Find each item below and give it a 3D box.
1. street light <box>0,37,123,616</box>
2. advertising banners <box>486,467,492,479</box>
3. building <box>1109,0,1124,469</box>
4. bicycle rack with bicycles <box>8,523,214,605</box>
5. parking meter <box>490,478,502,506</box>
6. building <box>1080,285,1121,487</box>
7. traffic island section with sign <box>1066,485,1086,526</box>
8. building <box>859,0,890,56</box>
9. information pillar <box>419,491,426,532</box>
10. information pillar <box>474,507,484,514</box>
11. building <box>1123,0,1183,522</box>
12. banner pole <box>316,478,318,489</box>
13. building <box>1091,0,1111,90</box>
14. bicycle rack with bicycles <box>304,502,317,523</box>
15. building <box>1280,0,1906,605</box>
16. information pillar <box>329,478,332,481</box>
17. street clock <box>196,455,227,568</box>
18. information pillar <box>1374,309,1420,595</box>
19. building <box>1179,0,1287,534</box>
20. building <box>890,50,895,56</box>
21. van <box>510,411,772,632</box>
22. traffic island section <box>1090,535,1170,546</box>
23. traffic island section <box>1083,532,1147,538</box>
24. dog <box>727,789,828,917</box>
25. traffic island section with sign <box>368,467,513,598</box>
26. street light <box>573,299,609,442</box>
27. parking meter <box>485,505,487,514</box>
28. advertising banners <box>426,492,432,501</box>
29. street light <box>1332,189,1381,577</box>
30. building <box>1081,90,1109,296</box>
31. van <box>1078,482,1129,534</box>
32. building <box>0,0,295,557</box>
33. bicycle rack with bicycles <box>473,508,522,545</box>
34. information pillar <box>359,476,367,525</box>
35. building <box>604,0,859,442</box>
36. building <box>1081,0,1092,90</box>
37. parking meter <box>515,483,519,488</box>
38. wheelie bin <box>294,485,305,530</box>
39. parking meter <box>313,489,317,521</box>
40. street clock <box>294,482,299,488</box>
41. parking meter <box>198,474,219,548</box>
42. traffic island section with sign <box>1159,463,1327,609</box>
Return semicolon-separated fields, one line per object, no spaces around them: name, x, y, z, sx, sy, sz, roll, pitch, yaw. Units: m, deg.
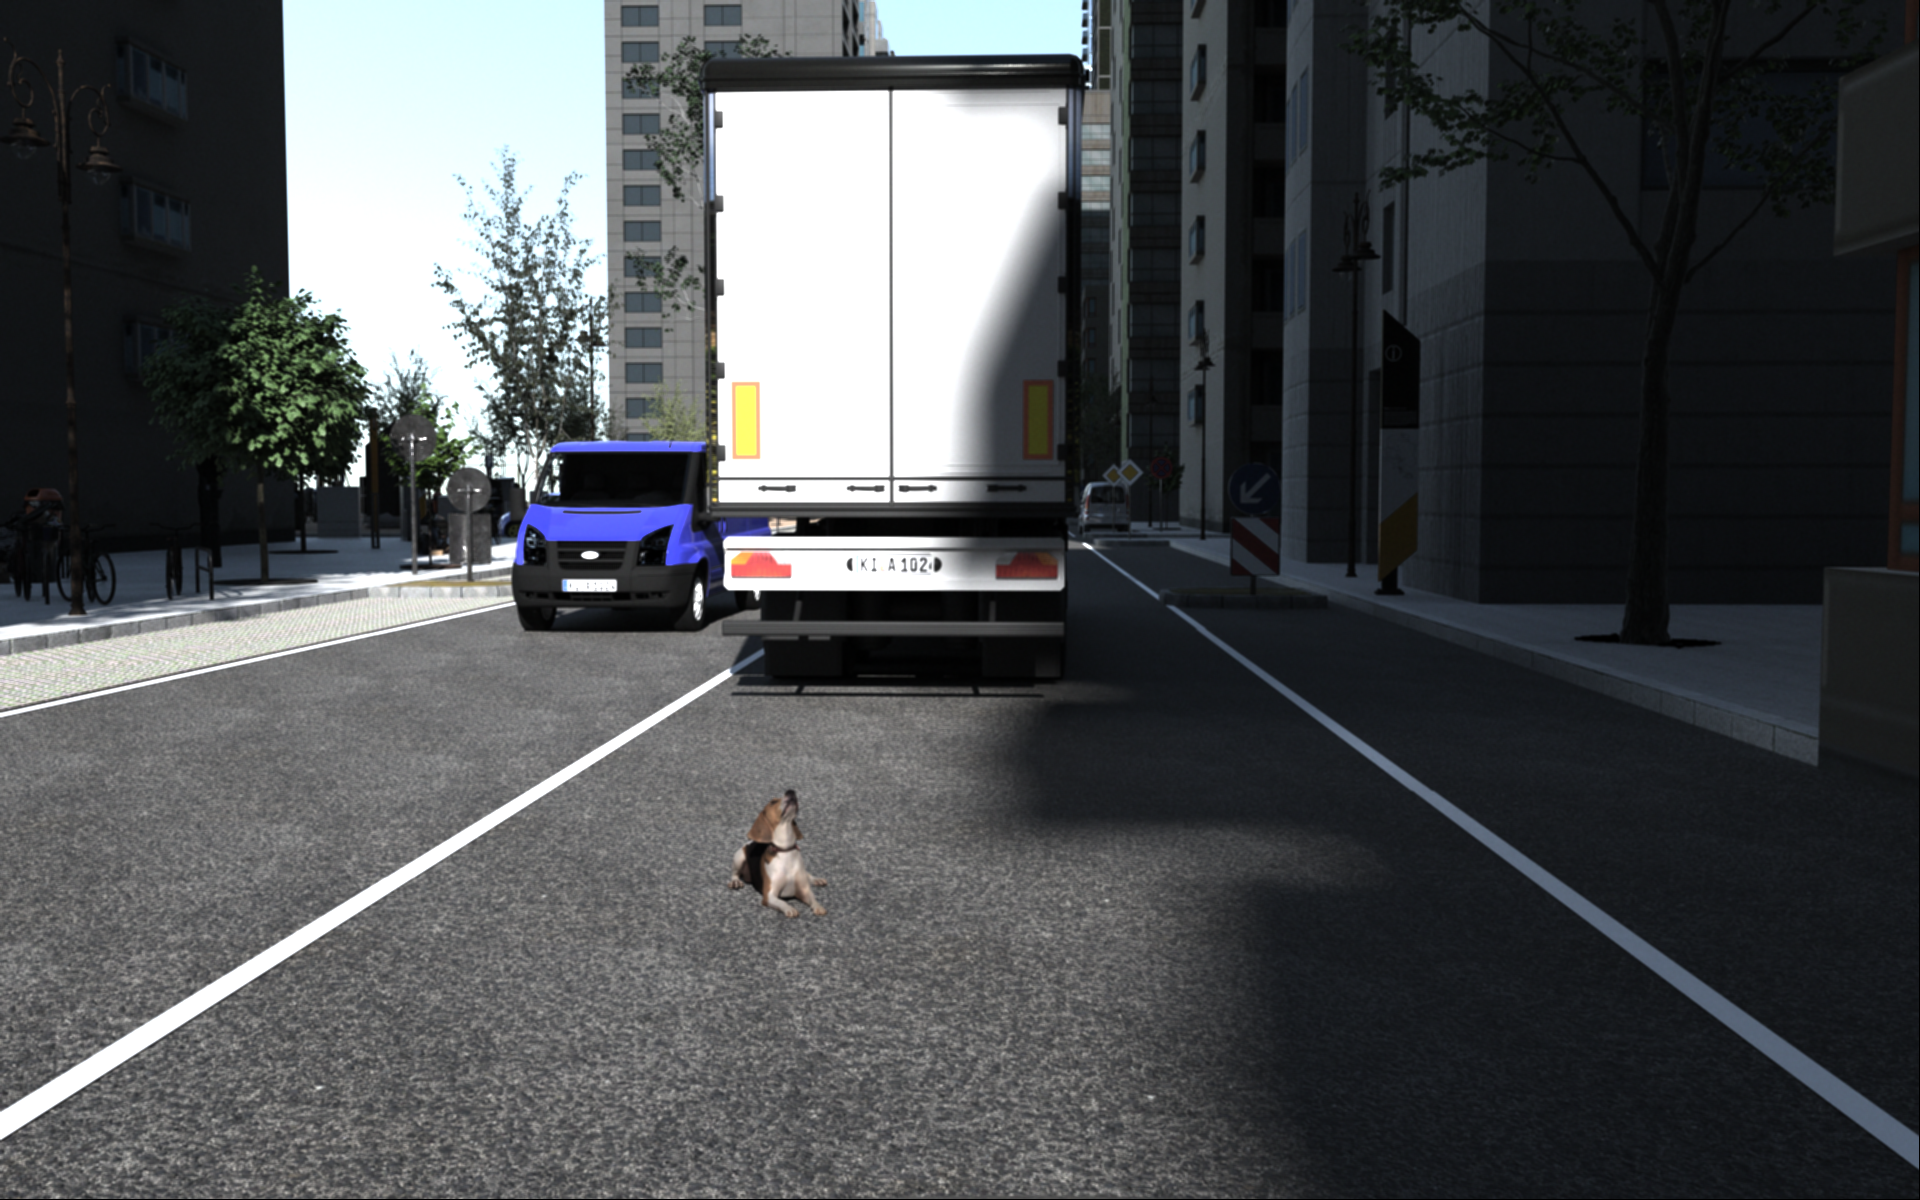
street light;-9.356;-2.777;18.186;0.468;5.910;1.993;0;4;2
advertising banners;-28.807;-6.850;108.181;2.074;3.025;0.090;2;4;27
building;24.267;-32.274;116.918;28.713;52.752;27.495;0;4;2
bicycle rack with bicycles;-10.295;-0.471;21.087;2.852;0.926;2.925;-2;4;-28
parking meter;-17.059;-3.547;63.709;0.399;1.863;0.255;0;4;7
building;24.605;-19.107;157.439;27.650;21.520;28.899;0;4;2
traffic island section with sign;5.484;-4.346;79.686;1.989;1.847;2.006;0;4;2
building;-17.452;-33.560;168.309;23.786;49.044;30.456;0;4;2
information pillar;-18.442;-4.133;58.925;0.504;3.616;0.183;0;4;-6
information pillar;-18.759;-3.853;67.485;0.304;2.012;0.304;-3;4;-38
building;14.981;-24.575;85.402;14.154;41.232;14.086;0;4;2
banner pole;-46.990;-8.403;127.410;0.863;3.779;0.401;0;4;4
building;23.167;-46.270;194.764;20.563;71.187;20.611;0;4;2
bicycle rack with bicycles;-28.939;-3.895;77.063;2.925;0.926;2.852;2;4;34
building;16.985;-29.971;32.033;21.231;58.520;28.212;0;4;2
information pillar;-48.218;-8.635;132.534;0.183;3.616;0.504;1;4;19
street clock;-13.033;-1.569;30.230;0.471;2.002;0.358;-1;4;-9
information pillar;5.558;-1.873;21.979;0.504;3.616;0.183;0;4;3
building;19.371;-26.996;65.080;21.600;48.544;21.300;0;4;2
building;-15.491;-34.896;194.254;21.300;48.544;21.600;0;4;2
van;-3.524;-0.945;19.830;2.240;2.365;5.245;0;4;4
traffic island section;4.817;-1.634;48.998;2.009;0.180;2.903;0;4;2
traffic island section;5.075;-2.122;56.979;2.009;0.180;2.903;0;4;2
dog;-0.600;0.854;6.237;0.550;0.427;0.748;1;4;22
traffic island section with sign;-7.119;-0.981;24.674;1.989;1.847;2.006;0;4;2
street light;-8.631;-4.152;40.671;0.468;5.910;1.993;0;4;2
parking meter;-27.684;-5.701;101.622;0.372;1.533;0.369;0;3;0
advertising banners;-27.690;-5.713;89.594;0.090;3.025;2.074;0;4;1
street light;6.070;-3.297;26.690;0.468;5.910;1.993;0;4;2
building;19.117;-30.268;178.477;14.154;41.232;14.086;0;4;2
van;5.097;-3.324;61.358;2.013;2.044;4.112;0;4;1
building;-28.888;-25.173;35.276;21.600;48.544;21.300;0;4;2
bicycle rack with bicycles;-11.319;-1.825;43.220;2.852;0.926;2.925;0;4;5
information pillar;-24.732;-4.127;71.962;0.304;2.012;0.304;3;5;44
building;-16.632;-43.049;142.108;20.563;71.187;20.611;0;4;2
building;25.379;-57.447;251.933;22.319;86.520;31.000;0;4;2
parking meter;-22.681;-5.060;88.447;0.255;1.863;0.399;1;4;8
wheelie bin;-23.749;-3.287;61.653;0.693;1.594;0.980;-3;5;-41
parking meter;-30.121;-4.450;81.173;0.372;1.533;0.369;0;3;0
street clock;-39.299;-5.976;102.279;0.358;2.002;0.471;3;4;38
parking meter;-17.476;-2.114;40.273;0.399;1.863;0.255;-3;4;-37
traffic island section with sign;3.639;-0.857;22.643;1.989;1.847;2.006;0;4;2
